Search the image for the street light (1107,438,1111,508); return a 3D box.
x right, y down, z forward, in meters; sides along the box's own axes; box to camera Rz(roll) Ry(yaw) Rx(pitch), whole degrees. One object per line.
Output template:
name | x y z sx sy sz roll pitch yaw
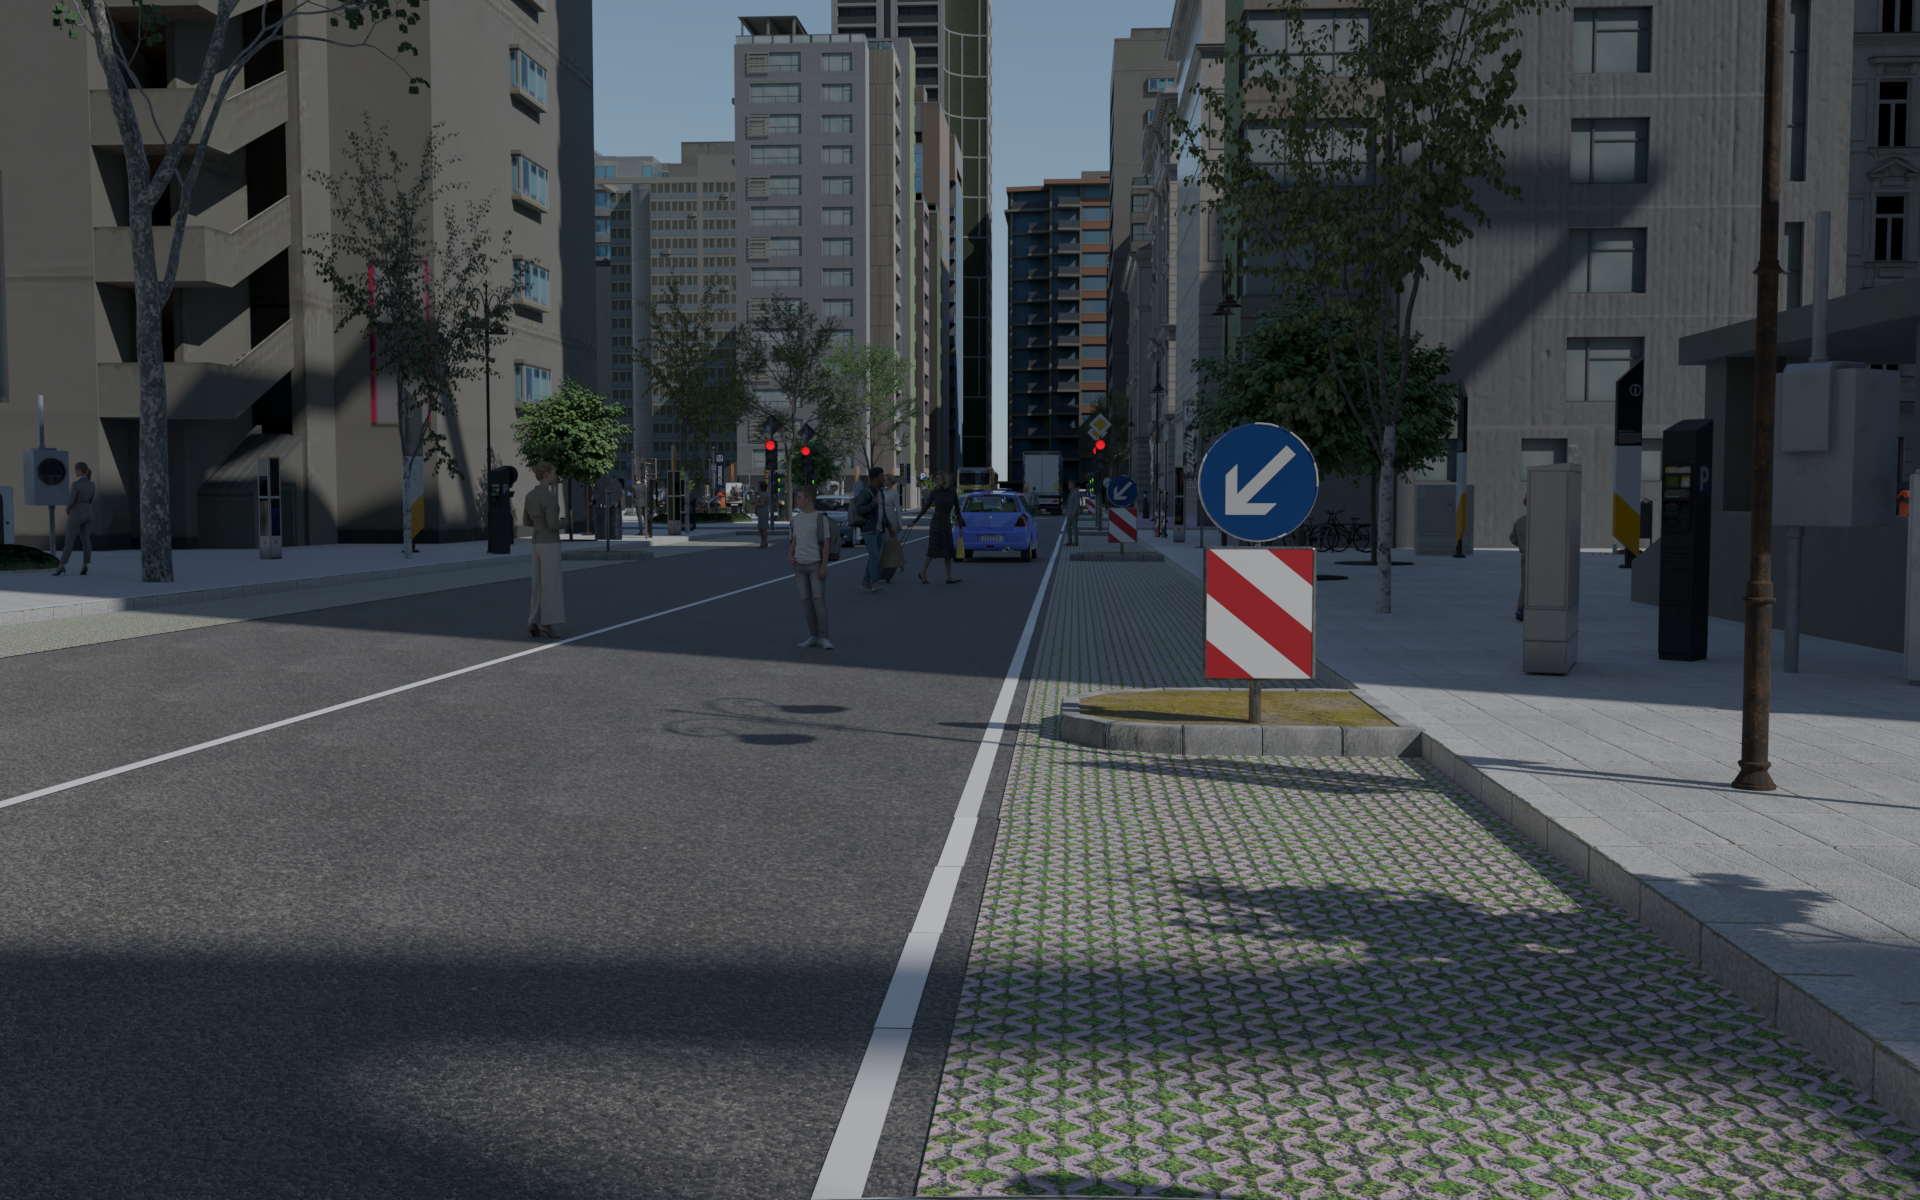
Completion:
street light | 12.233 -10.349 141.992 0.468 5.910 1.993 0 4 4

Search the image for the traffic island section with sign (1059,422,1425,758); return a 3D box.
traffic island section with sign | 1.595 -0.106 10.369 1.989 1.847 2.006 0 4 4

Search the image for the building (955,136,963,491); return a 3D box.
building | -7.186 -34.349 211.713 14.200 45.320 14.600 0 4 4

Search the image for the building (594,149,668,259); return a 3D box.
building | -53.366 -38.150 243.353 30.456 49.044 23.786 0 4 4

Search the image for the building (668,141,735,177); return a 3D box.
building | -27.467 -37.729 240.565 21.600 48.544 21.300 0 4 4

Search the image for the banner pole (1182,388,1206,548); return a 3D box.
banner pole | 5.557 -3.114 40.929 0.863 3.779 0.401 -2 4 -35

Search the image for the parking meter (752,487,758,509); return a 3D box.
parking meter | -16.108 -7.981 136.205 0.255 1.863 0.399 3 4 38

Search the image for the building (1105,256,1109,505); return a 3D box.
building | 24.732 -26.824 210.276 14.160 30.474 14.107 0 4 4

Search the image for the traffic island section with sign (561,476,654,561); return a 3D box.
traffic island section with sign | -7.823 -1.797 38.014 1.989 1.847 2.006 0 4 4

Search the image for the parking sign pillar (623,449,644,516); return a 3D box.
parking sign pillar | -19.156 -6.955 102.184 1.447 3.967 1.447 1 4 22

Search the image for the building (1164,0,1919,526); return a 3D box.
building | 31.349 -18.234 74.536 44.131 29.872 17.030 0 4 4

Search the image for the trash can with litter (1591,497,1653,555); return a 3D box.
trash can with litter | 14.558 -1.540 36.234 2.233 1.210 1.678 3 5 45

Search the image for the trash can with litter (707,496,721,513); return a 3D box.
trash can with litter | -12.374 -4.535 85.533 1.055 1.170 0.624 -2 4 -28

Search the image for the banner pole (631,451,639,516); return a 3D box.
banner pole | -18.862 -6.758 100.506 0.863 3.779 0.401 3 5 43

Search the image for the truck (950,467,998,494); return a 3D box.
truck | 1.291 -8.078 127.993 3.469 3.379 9.791 0 4 4

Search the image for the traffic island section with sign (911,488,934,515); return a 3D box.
traffic island section with sign | -2.328 -6.872 120.992 1.989 1.847 2.006 0 4 4

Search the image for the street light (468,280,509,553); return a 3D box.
street light | -10.229 -3.961 37.558 0.468 5.910 1.993 0 4 4

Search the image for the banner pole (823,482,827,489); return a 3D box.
banner pole | -11.135 -9.408 143.841 0.863 3.779 0.401 1 4 16

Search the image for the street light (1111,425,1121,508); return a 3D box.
street light | 10.562 -8.766 116.113 0.468 5.910 1.993 0 4 4

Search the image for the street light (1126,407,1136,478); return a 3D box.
street light | 8.916 -7.196 90.448 0.468 5.910 1.993 0 4 4

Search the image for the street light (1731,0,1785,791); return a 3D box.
street light | 3.466 -2.116 7.383 0.468 5.910 1.993 0 4 4

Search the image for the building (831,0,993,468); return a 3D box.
building | -6.264 -48.942 238.459 20.611 71.187 20.563 0 4 4

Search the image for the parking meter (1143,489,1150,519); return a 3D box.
parking meter | 9.710 -5.010 90.330 0.372 1.533 0.369 0 3 0

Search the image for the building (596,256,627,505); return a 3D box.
building | -45.557 -27.109 214.936 14.107 30.474 14.160 0 4 4

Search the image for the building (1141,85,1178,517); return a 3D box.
building | 18.601 -19.601 107.867 14.401 28.519 23.554 0 4 4

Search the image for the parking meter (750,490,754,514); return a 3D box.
parking meter | -13.548 -6.370 112.553 0.372 1.533 0.369 0 3 0

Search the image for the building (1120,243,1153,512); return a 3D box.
building | 18.285 -18.093 131.983 11.583 22.565 21.152 0 4 4

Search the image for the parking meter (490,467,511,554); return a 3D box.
parking meter | -9.826 -1.915 37.018 0.255 1.863 0.399 1 4 19

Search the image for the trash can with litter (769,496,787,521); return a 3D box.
trash can with litter | -8.514 -4.260 81.039 1.055 1.170 0.624 2 4 32

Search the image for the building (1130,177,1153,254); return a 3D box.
building | 22.634 -23.744 159.907 14.160 30.474 14.107 0 4 4

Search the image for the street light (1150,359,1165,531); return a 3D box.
street light | 6.786 -5.311 59.619 0.468 5.910 1.993 0 4 4

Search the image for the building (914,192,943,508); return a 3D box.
building | -9.333 -24.081 165.428 14.160 30.474 14.107 0 4 4

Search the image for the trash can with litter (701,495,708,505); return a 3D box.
trash can with litter | -19.167 -7.424 132.447 2.233 1.210 1.678 0 4 5

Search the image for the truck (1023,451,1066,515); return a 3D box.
truck | 5.817 -7.973 119.273 2.839 4.237 11.283 0 4 5

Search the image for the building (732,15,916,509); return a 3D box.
building | -11.499 -28.596 151.141 14.154 41.232 14.086 0 4 4

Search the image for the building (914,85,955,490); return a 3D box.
building | -8.596 -33.304 194.627 14.600 45.320 14.200 0 4 4

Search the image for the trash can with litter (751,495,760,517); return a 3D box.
trash can with litter | -11.347 -5.299 97.690 1.678 1.210 2.233 -1 4 -21

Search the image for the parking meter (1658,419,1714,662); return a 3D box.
parking meter | 5.603 -0.469 13.380 0.399 1.863 0.255 -3 5 -45

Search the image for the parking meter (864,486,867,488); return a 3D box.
parking meter | -7.033 -7.673 131.161 0.399 1.863 0.255 1 4 23

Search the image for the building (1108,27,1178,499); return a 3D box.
building | 26.152 -33.866 177.418 21.300 48.544 21.600 0 4 4

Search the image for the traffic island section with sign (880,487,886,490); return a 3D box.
traffic island section with sign | -4.152 -5.190 93.484 1.989 1.847 2.006 0 4 4

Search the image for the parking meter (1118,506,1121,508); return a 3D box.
parking meter | 10.130 -6.324 109.101 0.399 1.863 0.255 -1 4 -10

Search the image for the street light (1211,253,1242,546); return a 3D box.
street light | 5.125 -3.709 33.424 0.468 5.910 1.993 0 4 4

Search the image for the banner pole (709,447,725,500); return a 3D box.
banner pole | -12.828 -6.213 91.592 0.863 3.779 0.401 1 4 19

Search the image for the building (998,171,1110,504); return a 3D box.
building | 19.097 -35.644 237.411 28.867 44.769 22.147 0 4 4

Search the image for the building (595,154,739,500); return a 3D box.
building | -27.141 -31.348 204.425 23.993 40.220 32.217 0 4 4

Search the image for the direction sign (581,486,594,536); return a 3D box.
direction sign | -11.514 -3.759 53.450 0.876 3.537 0.379 -1 4 -10

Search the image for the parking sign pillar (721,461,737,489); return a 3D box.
parking sign pillar | -18.469 -9.172 138.437 1.447 3.967 1.447 -1 4 -19
